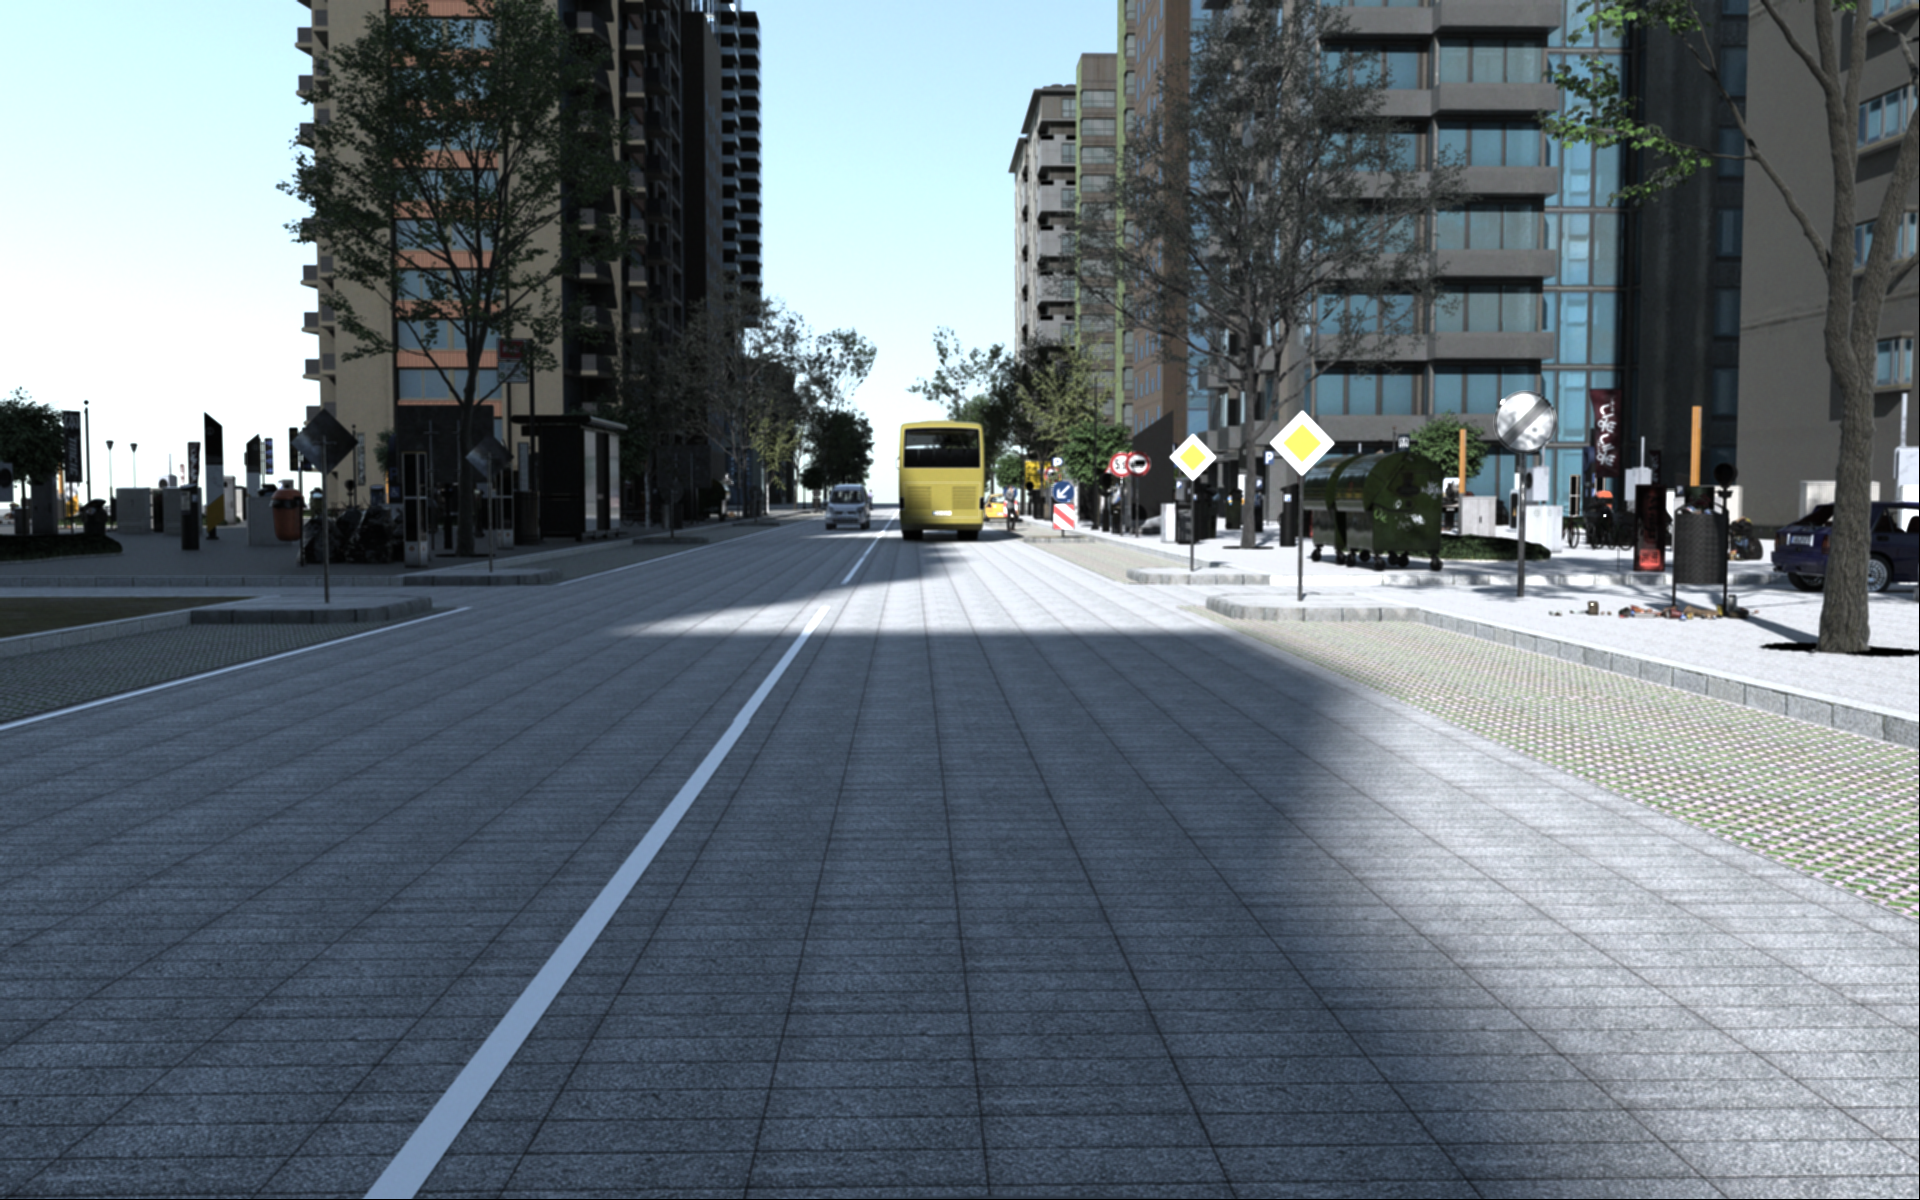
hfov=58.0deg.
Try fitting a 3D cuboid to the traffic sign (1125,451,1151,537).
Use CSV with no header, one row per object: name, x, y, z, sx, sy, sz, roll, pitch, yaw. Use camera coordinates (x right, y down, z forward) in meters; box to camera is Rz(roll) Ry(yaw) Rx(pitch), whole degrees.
traffic sign,5.240,-3.123,51.173,0.768,2.556,0.104,0,4,-1

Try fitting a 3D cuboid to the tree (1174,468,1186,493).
tree,10.890,-5.736,88.380,1.663,3.219,1.824,0,3,0

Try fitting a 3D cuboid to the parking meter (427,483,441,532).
parking meter,-18.014,-3.264,59.082,0.255,1.863,0.399,0,4,8

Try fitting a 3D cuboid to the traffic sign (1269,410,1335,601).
traffic sign,4.071,-1.043,20.692,0.795,2.450,0.064,0,4,-2

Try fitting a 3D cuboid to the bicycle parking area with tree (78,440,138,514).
bicycle parking area with tree,-46.211,-6.624,95.301,9.016,4.147,8.231,0,4,1

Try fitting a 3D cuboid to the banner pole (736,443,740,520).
banner pole,-10.869,-5.818,85.133,0.401,3.779,0.863,0,4,3

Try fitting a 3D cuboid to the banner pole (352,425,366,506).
banner pole,-21.651,-4.425,62.363,0.863,3.779,0.401,3,4,36

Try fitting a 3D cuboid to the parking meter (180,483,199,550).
parking meter,-17.791,-1.932,39.997,0.372,1.533,0.369,0,3,0

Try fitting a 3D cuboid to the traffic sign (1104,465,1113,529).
traffic sign,5.575,-3.876,63.376,0.884,2.594,0.081,0,4,1

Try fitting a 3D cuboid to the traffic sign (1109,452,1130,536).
traffic sign,4.912,-3.210,52.589,0.768,2.556,0.104,0,4,7

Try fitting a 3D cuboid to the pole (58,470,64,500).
pole,-42.519,-5.388,81.935,0.158,3.312,0.155,0,3,0

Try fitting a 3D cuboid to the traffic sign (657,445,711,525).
traffic sign,-11.430,-4.765,71.781,2.265,3.308,0.079,0,4,3

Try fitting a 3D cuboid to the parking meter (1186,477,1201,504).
parking meter,7.331,-2.954,54.015,0.255,1.863,0.399,-1,4,-12

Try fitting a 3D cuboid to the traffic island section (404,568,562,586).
traffic island section,-7.719,-0.376,28.430,2.009,0.180,2.903,0,4,-2

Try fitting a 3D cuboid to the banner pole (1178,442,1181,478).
banner pole,10.422,-5.640,82.223,0.401,3.779,0.863,0,4,-3

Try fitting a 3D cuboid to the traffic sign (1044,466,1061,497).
traffic sign,4.251,-4.860,79.573,0.768,2.556,0.104,0,4,4

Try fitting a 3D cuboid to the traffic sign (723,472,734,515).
traffic sign,-13.720,-6.233,101.917,0.884,2.594,0.081,0,4,6

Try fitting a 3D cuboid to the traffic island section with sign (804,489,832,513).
traffic island section with sign,-10.564,-7.329,128.450,1.989,1.847,2.006,0,4,-2

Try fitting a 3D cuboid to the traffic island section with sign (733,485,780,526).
traffic island section with sign,-9.129,-4.226,77.719,1.989,1.847,2.006,0,4,-2

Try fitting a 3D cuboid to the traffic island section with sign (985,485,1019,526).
traffic island section with sign,2.131,-4.278,78.578,1.989,1.847,2.006,0,4,-2

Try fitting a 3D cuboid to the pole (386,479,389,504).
pole,-30.005,-5.935,90.883,0.158,3.312,0.155,0,3,0

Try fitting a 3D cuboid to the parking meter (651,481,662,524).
parking meter,-13.222,-4.266,75.462,0.399,1.863,0.255,1,4,11

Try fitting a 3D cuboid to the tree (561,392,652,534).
tree,-11.478,-4.429,56.125,4.285,4.588,4.351,0,3,0

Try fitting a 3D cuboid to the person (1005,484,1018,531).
person,1.990,-3.561,66.898,0.473,1.802,0.592,3,5,40

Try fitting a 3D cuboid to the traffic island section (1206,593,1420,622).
traffic island section,4.095,0.092,20.770,2.009,0.180,2.903,0,4,-2

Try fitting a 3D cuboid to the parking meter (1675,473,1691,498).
parking meter,19.976,-2.578,47.865,0.255,1.863,0.399,-2,4,-29

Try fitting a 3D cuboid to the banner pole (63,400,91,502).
banner pole,-23.368,-3.422,45.972,0.401,3.779,0.863,3,4,37

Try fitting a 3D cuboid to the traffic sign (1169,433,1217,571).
traffic sign,3.845,-1.531,28.674,0.795,2.450,0.064,0,4,-2

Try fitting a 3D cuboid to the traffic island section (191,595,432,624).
traffic island section,-7.492,0.112,20.448,2.009,0.180,2.903,0,4,-2

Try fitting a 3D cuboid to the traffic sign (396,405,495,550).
traffic sign,-11.768,-2.798,39.621,2.265,3.308,0.079,0,4,2

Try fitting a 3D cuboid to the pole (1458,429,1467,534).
pole,15.770,-3.702,54.370,0.158,3.312,0.155,0,3,0

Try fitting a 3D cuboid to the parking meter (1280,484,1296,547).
parking meter,8.003,-2.071,42.265,0.372,1.533,0.369,0,3,0

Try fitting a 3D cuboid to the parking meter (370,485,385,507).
parking meter,-15.951,-2.387,47.437,0.372,1.533,0.369,0,3,0

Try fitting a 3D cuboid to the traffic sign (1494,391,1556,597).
traffic sign,6.979,-1.308,21.484,0.768,2.556,0.104,0,4,1

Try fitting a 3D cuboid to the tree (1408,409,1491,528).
tree,18.693,-5.077,66.716,4.285,4.588,4.351,0,3,0

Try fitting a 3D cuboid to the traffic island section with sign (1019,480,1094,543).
traffic island section with sign,2.896,-2.617,51.422,1.989,1.847,2.006,0,4,-2

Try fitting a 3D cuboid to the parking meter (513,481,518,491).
parking meter,-20.055,-4.416,77.917,0.399,1.863,0.255,-2,4,-32

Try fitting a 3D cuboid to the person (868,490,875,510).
person,-7.987,-9.045,156.259,0.599,1.838,0.709,-3,5,-42

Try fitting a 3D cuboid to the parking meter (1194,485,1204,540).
parking meter,6.597,-2.431,48.154,0.372,1.533,0.369,0,3,0

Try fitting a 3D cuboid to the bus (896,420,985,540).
bus,-0.694,-3.994,56.857,2.896,3.916,12.252,0,4,-2

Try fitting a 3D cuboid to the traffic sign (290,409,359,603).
traffic sign,-7.469,-1.024,20.387,0.795,2.450,0.064,0,4,-2

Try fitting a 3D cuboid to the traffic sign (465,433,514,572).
traffic sign,-7.695,-1.512,28.369,0.795,2.450,0.064,0,4,-2

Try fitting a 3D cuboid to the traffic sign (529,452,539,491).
traffic sign,-12.901,-3.221,52.761,0.768,2.556,0.104,0,4,1

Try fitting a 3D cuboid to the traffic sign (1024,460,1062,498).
traffic sign,5.002,-6.753,104.283,2.265,3.308,0.079,0,4,1

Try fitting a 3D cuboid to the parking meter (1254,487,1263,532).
parking meter,9.962,-3.033,57.995,0.372,1.533,0.369,0,3,0

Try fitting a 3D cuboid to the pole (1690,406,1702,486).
pole,17.079,-2.837,40.236,0.158,3.312,0.155,0,3,0

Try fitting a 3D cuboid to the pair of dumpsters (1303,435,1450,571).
pair of dumpsters,7.325,-1.726,30.710,1.574,2.255,4.437,0,4,-1

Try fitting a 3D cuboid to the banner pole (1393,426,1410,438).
banner pole,16.155,-4.506,63.686,0.863,3.779,0.401,3,5,42

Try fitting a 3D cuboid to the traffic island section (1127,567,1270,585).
traffic island section,3.868,-0.396,28.752,2.009,0.180,2.903,0,4,-2
